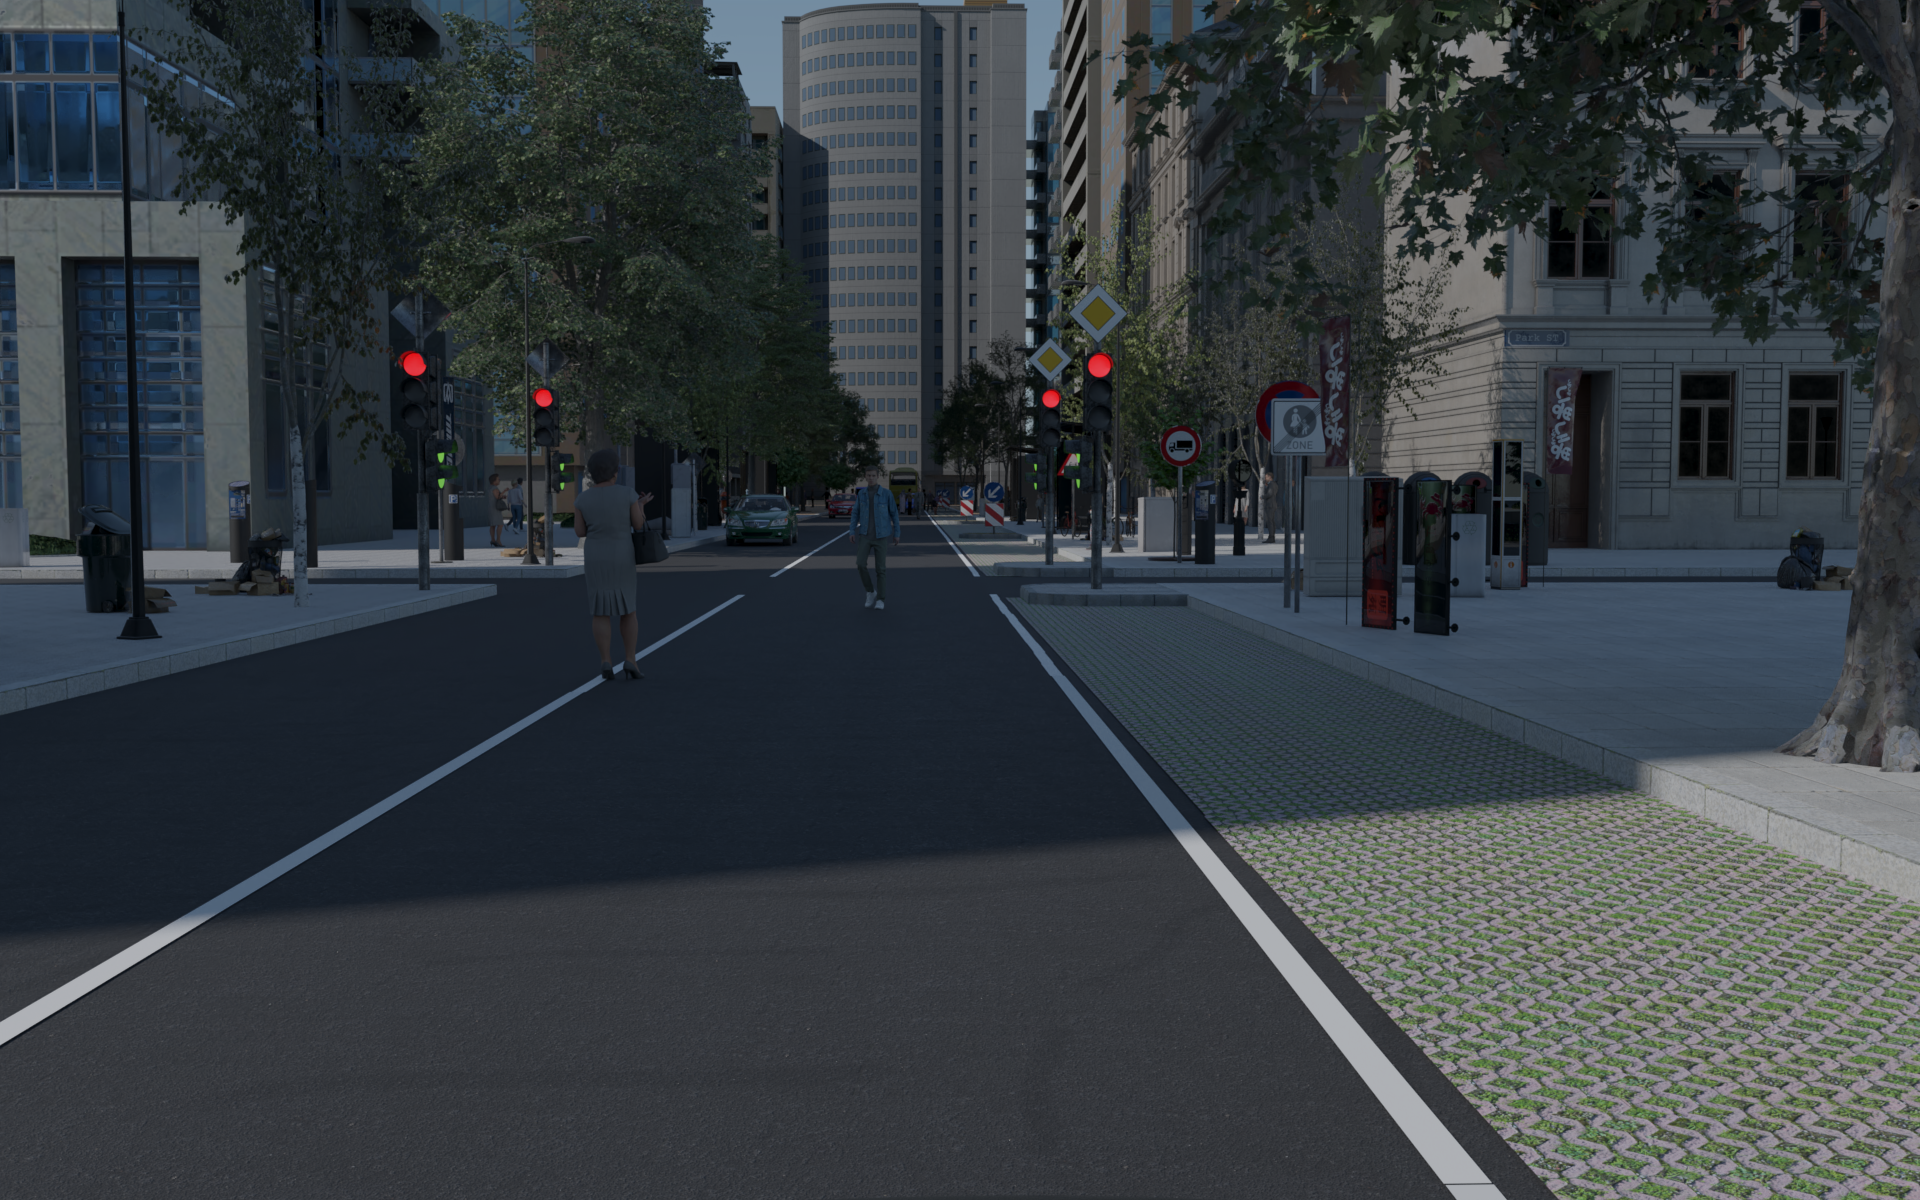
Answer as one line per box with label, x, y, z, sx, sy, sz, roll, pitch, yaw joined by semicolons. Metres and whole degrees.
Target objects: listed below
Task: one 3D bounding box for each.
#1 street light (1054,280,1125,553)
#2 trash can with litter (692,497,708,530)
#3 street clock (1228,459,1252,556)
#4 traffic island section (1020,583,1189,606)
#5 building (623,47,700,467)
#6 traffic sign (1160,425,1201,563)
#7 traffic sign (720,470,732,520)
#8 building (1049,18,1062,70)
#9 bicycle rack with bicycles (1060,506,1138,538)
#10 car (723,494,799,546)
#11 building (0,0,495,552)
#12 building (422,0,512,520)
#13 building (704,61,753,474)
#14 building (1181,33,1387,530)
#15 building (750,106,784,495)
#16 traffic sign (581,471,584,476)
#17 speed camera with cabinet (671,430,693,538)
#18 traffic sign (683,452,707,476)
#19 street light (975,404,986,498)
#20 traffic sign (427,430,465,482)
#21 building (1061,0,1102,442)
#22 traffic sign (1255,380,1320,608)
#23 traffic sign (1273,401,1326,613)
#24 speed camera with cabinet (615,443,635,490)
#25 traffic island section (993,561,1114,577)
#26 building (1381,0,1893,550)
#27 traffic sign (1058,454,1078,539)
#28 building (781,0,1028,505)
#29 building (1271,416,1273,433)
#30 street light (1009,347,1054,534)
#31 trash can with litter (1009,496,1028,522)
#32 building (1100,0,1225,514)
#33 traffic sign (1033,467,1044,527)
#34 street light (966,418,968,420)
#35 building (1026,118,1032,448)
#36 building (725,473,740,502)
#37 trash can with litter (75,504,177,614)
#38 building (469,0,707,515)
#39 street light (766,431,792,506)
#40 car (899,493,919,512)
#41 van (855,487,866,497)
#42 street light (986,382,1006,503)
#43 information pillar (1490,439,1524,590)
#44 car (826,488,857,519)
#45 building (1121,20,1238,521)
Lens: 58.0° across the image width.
street light;2.903;-3.989;37.758;1.470;5.913;1.316;0;4;-2
trash can with litter;-9.274;-3.071;61.590;0.624;1.170;1.055;-1;4;-12
street clock;5.817;-1.925;36.039;0.471;2.002;0.358;-2;4;-31
traffic island section;1.864;-0.068;23.391;2.009;0.180;2.903;0;4;-2
building;-24.805;-20.852;112.633;14.160;30.474;14.107;0;4;-2
traffic sign;4.078;-1.956;32.091;0.768;2.556;0.104;0;4;-1
traffic sign;-11.760;-5.280;86.441;0.768;2.556;0.104;0;4;1
building;19.825;-33.007;159.266;23.786;49.044;30.456;0;4;-2
bicycle rack with bicycles;4.421;-2.309;51.133;2.852;0.926;2.925;-1;4;-13
car;-5.637;-2.310;49.566;2.131;1.459;4.920;0;4;-2
building;-27.352;-45.163;51.085;22.319;86.520;31.000;0;4;-2
building;-25.746;-26.941;90.597;14.600;45.320;14.200;0;4;-2
building;-27.201;-29.534;166.467;14.086;41.232;14.154;0;4;-2
building;17.192;-13.870;68.572;13.314;21.916;24.055;0;4;-2
building;-31.650;-35.685;207.150;21.600;48.544;21.300;0;4;-2
traffic sign;-10.802;-3.146;51.433;0.884;2.594;0.081;0;4;-1
speed camera with cabinet;-8.285;-3.500;51.564;0.660;3.252;2.038;0;4;-8
traffic sign;-8.131;-3.251;52.889;0.795;2.593;0.064;0;4;5
street light;1.474;-7.149;89.429;1.470;5.913;1.316;0;4;-2
traffic sign;-10.181;-2.090;34.283;0.768;2.556;0.104;0;4;-1
building;19.352;-31.156;133.105;21.300;48.544;21.600;0;4;-2
traffic sign;3.695;-1.185;19.480;0.768;2.556;0.104;0;4;8
traffic sign;3.641;-1.010;18.648;0.606;2.300;0.079;0;4;0
speed camera with cabinet;-10.304;-3.759;55.791;2.038;3.252;0.660;2;4;27
traffic island section;1.640;-0.556;31.373;2.009;0.180;2.903;0;4;-2
building;22.020;-12.731;44.309;21.152;22.565;11.583;0;4;-2
traffic sign;3.195;-2.992;48.925;0.884;2.594;0.081;0;4;5
building;-6.754;-40.708;207.567;28.212;58.520;21.231;0;4;-2
building;45.920;-26.555;205.877;14.107;30.474;14.160;0;4;-2
street light;2.405;-5.043;54.987;1.470;5.913;1.316;0;4;-2
trash can with litter;2.674;-4.242;80.747;0.624;1.170;1.055;-3;4;-38
building;17.011;-28.436;115.033;14.600;45.320;14.200;0;4;-2
traffic sign;3.251;-4.128;67.596;0.768;2.556;0.104;0;4;5
street light;0.901;-8.182;106.315;1.470;5.913;1.316;0;4;-2
building;22.521;-36.131;210.348;30.456;49.044;23.786;0;4;-2
building;-35.169;-27.807;146.518;32.217;40.220;23.993;0;4;-2
trash can with litter;-9.031;-0.455;18.828;1.055;1.170;0.624;1;4;13
building;-26.453;-29.165;126.966;14.600;45.320;14.200;0;4;-2
street light;-8.673;-6.695;82.000;1.470;5.913;1.316;0;4;-2
car;-4.072;-8.098;141.996;1.945;1.707;3.694;0;4;-1
van;-7.907;-8.628;145.446;2.240;2.365;5.245;0;4;-1
street light;1.959;-6.060;71.618;1.470;5.913;1.316;0;4;-2
information pillar;7.334;-1.146;23.229;0.304;2.012;0.304;-1;4;-10
car;-6.811;-5.723;102.619;2.155;1.783;4.494;0;4;-1
building;16.313;-18.092;93.064;12.463;27.353;25.104;0;4;-2
